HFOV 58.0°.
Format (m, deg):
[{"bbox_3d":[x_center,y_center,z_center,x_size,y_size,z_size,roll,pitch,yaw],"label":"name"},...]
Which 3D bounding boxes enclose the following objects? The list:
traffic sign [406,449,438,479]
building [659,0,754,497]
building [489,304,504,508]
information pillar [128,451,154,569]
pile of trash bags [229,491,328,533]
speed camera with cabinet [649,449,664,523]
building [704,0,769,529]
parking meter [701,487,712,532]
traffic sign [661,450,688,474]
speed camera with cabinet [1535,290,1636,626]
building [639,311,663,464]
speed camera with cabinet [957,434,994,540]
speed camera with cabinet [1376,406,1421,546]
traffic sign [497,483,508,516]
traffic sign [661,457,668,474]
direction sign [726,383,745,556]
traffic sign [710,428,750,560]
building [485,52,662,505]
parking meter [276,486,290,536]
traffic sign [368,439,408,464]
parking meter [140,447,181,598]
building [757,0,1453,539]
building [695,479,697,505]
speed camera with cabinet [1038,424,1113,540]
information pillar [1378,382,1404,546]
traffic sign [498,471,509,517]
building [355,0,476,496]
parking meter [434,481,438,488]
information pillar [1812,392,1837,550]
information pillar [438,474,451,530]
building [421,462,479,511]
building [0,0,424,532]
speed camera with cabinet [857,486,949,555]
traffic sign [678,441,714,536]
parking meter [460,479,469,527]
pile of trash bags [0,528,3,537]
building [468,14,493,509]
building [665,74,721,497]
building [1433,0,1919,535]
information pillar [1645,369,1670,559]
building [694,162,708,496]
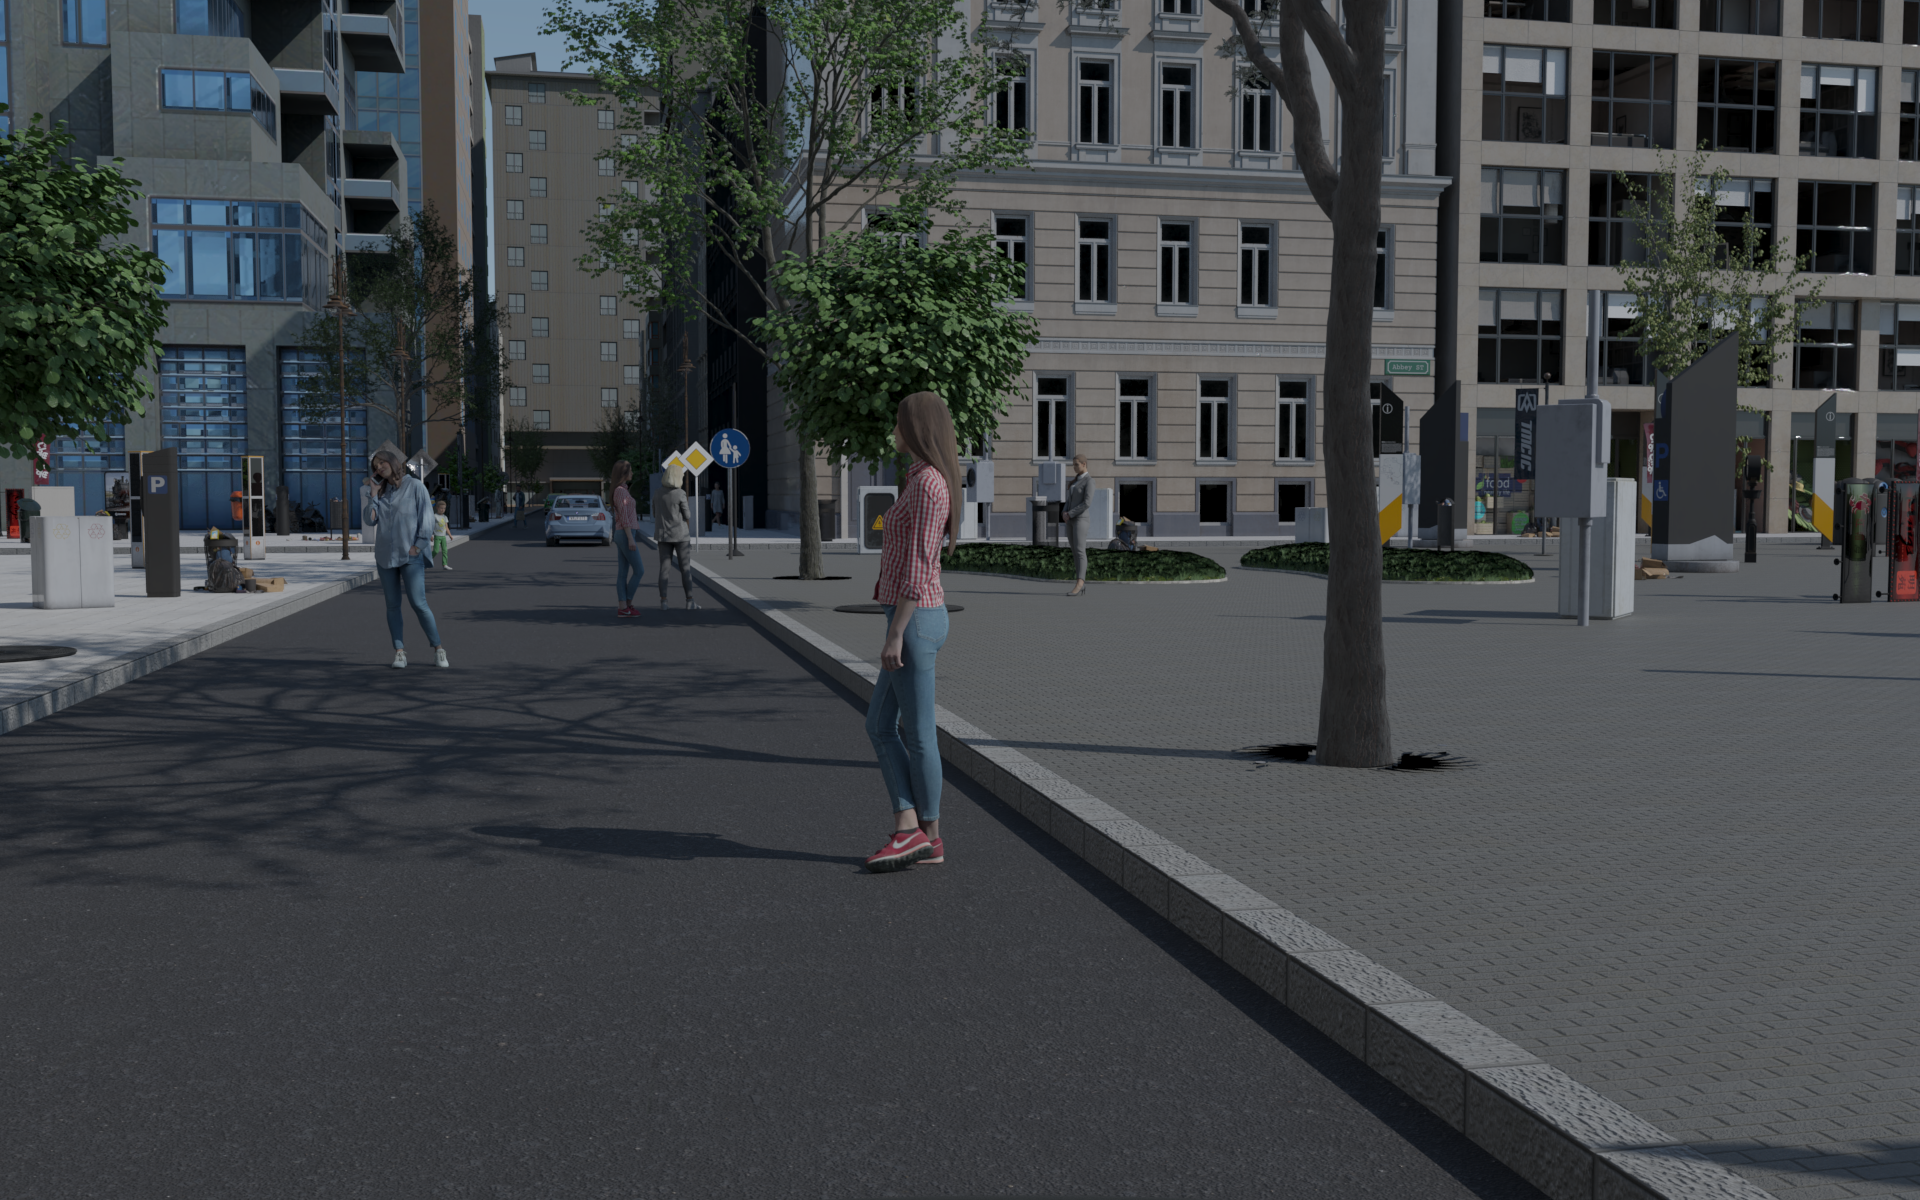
[{"bbox_3d":[-13.824,-2.586,44.478,0.795,2.593,0.064,-1,4,-12],"label":"traffic sign"},{"bbox_3d":[-11.911,-31.220,134.145,21.300,48.544,21.600,-1,4,-12],"label":"building"},{"bbox_3d":[-60.963,-20.020,172.364,28.899,21.520,27.650,-1,4,-12],"label":"building"},{"bbox_3d":[-14.012,-1.542,29.709,0.304,2.012,0.304,1,4,22],"label":"information pillar"},{"bbox_3d":[-22.436,-2.861,56.536,1.912,1.369,3.447,1,4,21],"label":"pile of trash bags"},{"bbox_3d":[-13.427,-5.029,76.566,0.660,3.252,2.038,-1,4,-9],"label":"speed camera with cabinet"},{"bbox_3d":[-3.796,-14.822,72.010,12.332,23.373,15.834,-1,4,-12],"label":"building"},{"bbox_3d":[-8.657,-3.102,59.135,0.372,1.533,0.369,0,3,0],"label":"parking meter"},{"bbox_3d":[-7.475,-2.670,45.843,0.795,2.593,0.064,-1,4,-12],"label":"traffic sign"},{"bbox_3d":[6.370,-1.422,17.592,0.660,3.252,2.038,2,4,32],"label":"speed camera with cabinet"},{"bbox_3d":[-18.840,-20.506,180.314,27.650,21.520,28.899,-1,4,-12],"label":"building"},{"bbox_3d":[0.261,-3.318,48.578,0.660,3.252,2.038,-2,4,-25],"label":"speed camera with cabinet"},{"bbox_3d":[9.499,-2.762,39.500,0.660,3.252,2.038,-3,4,-37],"label":"speed camera with cabinet"},{"bbox_3d":[-27.151,-6.254,102.258,0.884,2.594,0.081,-1,4,-11],"label":"traffic sign"},{"bbox_3d":[-9.586,-3.537,57.938,0.768,2.556,0.104,0,4,-3],"label":"traffic sign"},{"bbox_3d":[-4.655,-2.678,35.778,0.379,3.537,0.876,-1,4,-9],"label":"direction sign"},{"bbox_3d":[-4.478,-2.058,33.749,0.768,2.556,0.104,-1,4,-12],"label":"traffic sign"},{"bbox_3d":[-44.353,-38.410,217.248,27.495,52.752,28.713,-1,4,-12],"label":"building"},{"bbox_3d":[-20.852,-2.747,53.322,0.372,1.533,0.369,0,3,0],"label":"parking meter"},{"bbox_3d":[-12.114,-2.109,36.677,0.795,2.593,0.064,-1,4,-12],"label":"traffic sign"},{"bbox_3d":[-9.935,-0.967,21.514,0.399,1.863,0.255,-1,4,-10],"label":"parking meter"},{"bbox_3d":[3.926,-16.570,56.826,20.117,28.700,13.634,-1,4,-12],"label":"building"},{"bbox_3d":[-18.028,-43.757,153.683,20.563,71.187,20.611,-1,4,-12],"label":"building"},{"bbox_3d":[3.275,-3.346,49.046,2.038,3.252,0.660,1,4,16],"label":"speed camera with cabinet"},{"bbox_3d":[8.978,-2.740,36.150,0.504,3.616,0.183,0,4,-1],"label":"information pillar"},{"bbox_3d":[-25.624,-5.928,97.030,0.768,2.556,0.104,0,4,-7],"label":"traffic sign"},{"bbox_3d":[-37.004,-27.768,104.120,14.600,45.320,14.200,-1,4,-12],"label":"building"},{"bbox_3d":[-23.211,-4.358,76.964,0.255,1.863,0.399,0,4,-3],"label":"parking meter"},{"bbox_3d":[19.939,-2.972,39.945,0.504,3.616,0.183,0,4,-7],"label":"information pillar"},{"bbox_3d":[-18.490,-3.524,62.108,0.304,2.012,0.304,1,4,11],"label":"information pillar"},{"bbox_3d":[-45.778,-41.916,123.571,20.563,71.187,20.611,-1,4,-12],"label":"building"},{"bbox_3d":[-34.334,-46.453,72.180,22.319,86.520,31.000,-1,4,-12],"label":"building"},{"bbox_3d":[-1.163,-2.596,36.778,2.038,3.252,0.660,0,4,-6],"label":"speed camera with cabinet"},{"bbox_3d":[-5.766,-2.193,38.042,0.795,2.593,0.064,-1,4,-12],"label":"traffic sign"},{"bbox_3d":[-19.153,-3.745,66.934,0.255,1.863,0.399,-3,4,-36],"label":"parking meter"},{"bbox_3d":[-30.195,-2.537,51.228,3.447,1.369,1.912,0,4,-5],"label":"pile of trash bags"},{"bbox_3d":[-46.301,-28.043,142.096,14.154,41.232,14.086,-1,4,-12],"label":"building"},{"bbox_3d":[-10.988,-19.339,109.692,14.314,27.812,24.014,-1,4,-12],"label":"building"},{"bbox_3d":[29.816,-15.976,65.721,34.151,26.468,19.350,-1,4,-12],"label":"building"},{"bbox_3d":[13.232,-2.517,32.510,0.504,3.616,0.183,0,4,-6],"label":"information pillar"},{"bbox_3d":[-8.170,-14.645,88.601,9.793,20.994,18.267,-1,4,-12],"label":"building"}]
